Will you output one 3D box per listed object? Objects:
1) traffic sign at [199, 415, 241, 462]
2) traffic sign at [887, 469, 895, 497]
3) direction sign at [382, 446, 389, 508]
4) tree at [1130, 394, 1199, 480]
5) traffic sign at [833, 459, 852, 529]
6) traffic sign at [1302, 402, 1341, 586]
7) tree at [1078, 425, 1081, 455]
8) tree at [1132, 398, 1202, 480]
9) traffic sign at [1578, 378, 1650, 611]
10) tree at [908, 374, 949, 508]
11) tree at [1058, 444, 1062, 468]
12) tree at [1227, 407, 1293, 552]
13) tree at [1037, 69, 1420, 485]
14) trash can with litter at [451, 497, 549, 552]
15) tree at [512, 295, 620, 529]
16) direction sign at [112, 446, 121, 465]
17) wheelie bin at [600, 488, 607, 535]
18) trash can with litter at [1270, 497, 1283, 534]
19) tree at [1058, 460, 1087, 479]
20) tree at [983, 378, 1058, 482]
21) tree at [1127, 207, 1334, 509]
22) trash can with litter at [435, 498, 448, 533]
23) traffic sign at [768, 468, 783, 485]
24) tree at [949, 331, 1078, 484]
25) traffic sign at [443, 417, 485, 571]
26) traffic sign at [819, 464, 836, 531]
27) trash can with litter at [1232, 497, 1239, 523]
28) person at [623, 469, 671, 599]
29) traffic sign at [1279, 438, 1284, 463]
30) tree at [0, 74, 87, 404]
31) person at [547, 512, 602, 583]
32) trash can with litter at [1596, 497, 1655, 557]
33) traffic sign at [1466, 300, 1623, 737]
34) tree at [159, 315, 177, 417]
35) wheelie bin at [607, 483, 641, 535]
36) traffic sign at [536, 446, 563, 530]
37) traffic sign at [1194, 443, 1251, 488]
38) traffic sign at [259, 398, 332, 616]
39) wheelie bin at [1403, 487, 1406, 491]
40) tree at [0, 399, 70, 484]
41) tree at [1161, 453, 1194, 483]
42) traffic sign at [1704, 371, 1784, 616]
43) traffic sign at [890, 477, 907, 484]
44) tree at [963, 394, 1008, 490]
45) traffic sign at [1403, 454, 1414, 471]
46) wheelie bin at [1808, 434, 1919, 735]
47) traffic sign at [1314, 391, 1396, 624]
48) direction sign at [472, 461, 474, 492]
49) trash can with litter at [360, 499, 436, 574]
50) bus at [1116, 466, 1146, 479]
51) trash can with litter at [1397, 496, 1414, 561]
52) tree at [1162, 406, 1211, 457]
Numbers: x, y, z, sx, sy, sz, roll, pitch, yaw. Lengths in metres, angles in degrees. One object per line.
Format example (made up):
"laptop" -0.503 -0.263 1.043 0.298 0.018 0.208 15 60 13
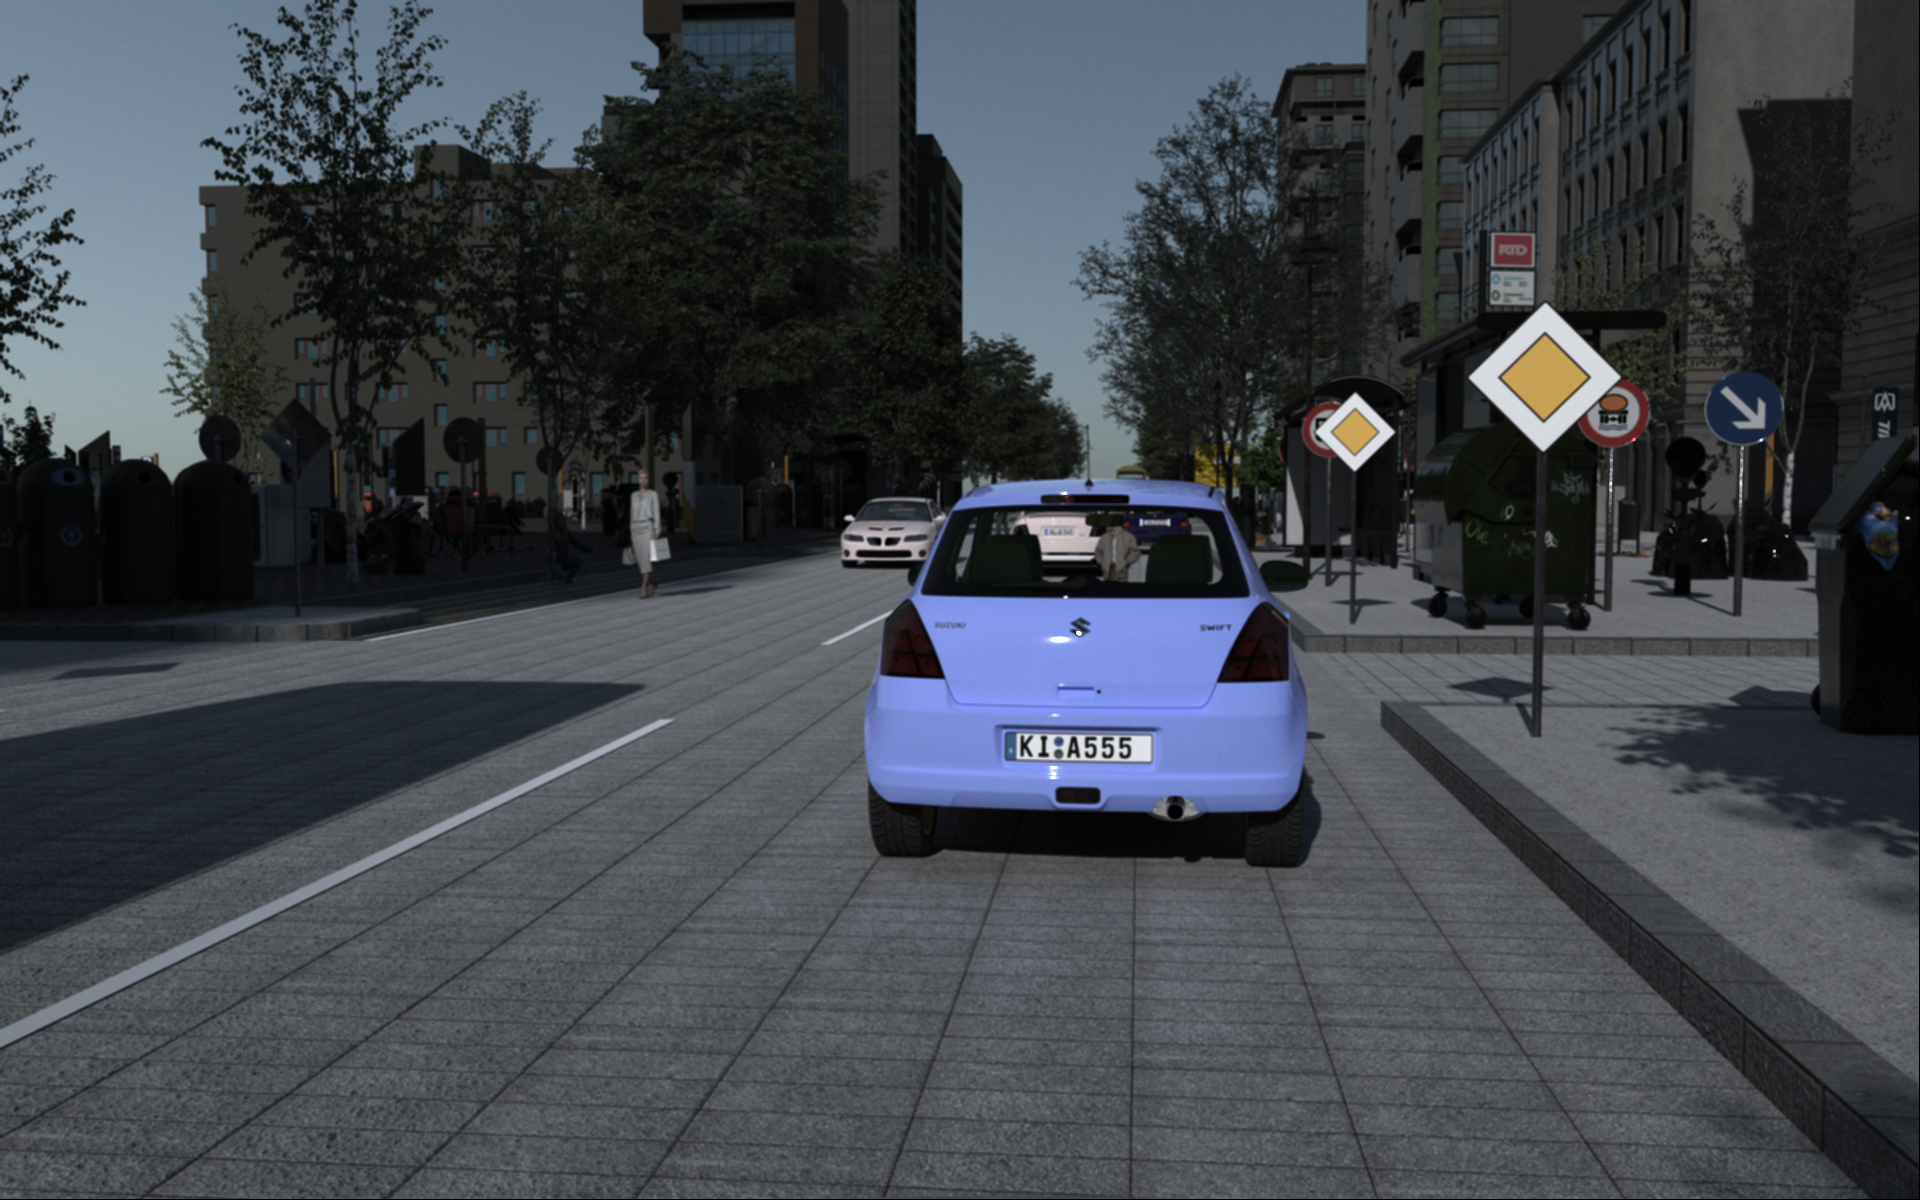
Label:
"traffic sign" -11.963 -1.705 27.990 0.768 2.556 0.104 1 4 13
"traffic sign" -3.293 -5.268 86.236 0.768 2.556 0.104 1 4 14
"direction sign" -27.299 -5.528 82.388 0.379 3.537 0.876 0 4 0
"tree" 21.195 -15.917 178.377 7.486 12.596 7.792 0 3 0
"traffic sign" -4.366 -3.892 63.737 0.768 2.556 0.104 0 4 7
"traffic sign" 5.123 -1.463 24.023 0.768 2.556 0.104 1 4 16
"tree" 12.138 -19.952 232.876 9.857 13.997 8.962 0 3 0
"tree" 23.931 -16.928 193.781 9.611 12.733 9.660 0 3 0
"traffic sign" 7.091 -1.148 18.884 0.768 2.556 0.104 0 4 8
"tree" -1.479 -9.265 101.839 4.737 8.622 4.395 0 3 0
"tree" 6.869 -16.295 184.548 7.486 12.596 7.792 0 3 0
"tree" 6.930 -2.703 38.795 1.663 3.219 1.824 0 3 0
"tree" 8.340 -8.616 51.239 12.009 13.543 11.850 0 3 0
"trash can with litter" -10.240 -1.701 38.865 2.233 1.210 1.678 1 4 19
"tree" -14.045 -6.907 63.289 4.360 8.622 3.978 0 3 0
"direction sign" -39.586 -5.430 80.773 0.876 3.537 0.379 -1 4 -13
"wheelie bin" -10.826 -2.806 53.779 0.693 1.594 0.980 -1 4 -18
"trash can with litter" 10.266 -2.773 56.390 1.678 1.210 2.233 2 4 27
"tree" 14.712 -19.447 252.366 8.767 10.594 7.601 -2 4 -29
"tree" 5.183 -15.236 167.234 7.486 12.596 7.792 0 3 0
"tree" 9.916 -8.466 64.167 9.928 11.665 9.643 0 3 0
"trash can with litter" -16.455 -2.722 55.884 1.055 1.170 0.624 1 4 18
"traffic sign" -7.183 -3.991 67.384 0.606 2.300 0.079 0 4 7
"tree" 2.810 -14.028 136.017 9.857 13.997 8.962 0 3 0
"traffic sign" -8.227 -1.748 28.693 0.768 2.556 0.104 1 4 15
"traffic sign" -4.570 -3.525 59.764 0.606 2.300 0.079 1 4 9
"trash can with litter" 11.897 -3.950 75.964 1.055 1.170 0.624 -2 4 -32
"person" -4.311 -0.923 23.937 0.694 1.780 0.624 3 4 36
"traffic sign" 6.872 -2.151 35.281 0.768 2.556 0.104 1 4 13
"tree" -16.811 -4.785 28.592 4.737 8.622 4.395 0 3 0
"person" -6.226 -0.835 27.650 1.012 1.151 0.738 -3 5 -41
"trash can with litter" 13.684 -1.527 36.022 1.678 1.210 2.233 -2 4 -26
"traffic sign" 3.042 -0.333 9.088 0.795 2.450 0.064 0 4 6
"tree" -24.339 -6.585 58.028 4.737 8.622 4.395 0 3 0
"wheelie bin" -9.675 -2.627 50.862 0.980 1.594 0.693 -3 4 -36
"traffic sign" -10.804 -2.782 45.598 0.768 2.556 0.104 1 4 11
"traffic sign" 10.593 -4.651 69.919 2.265 3.308 0.079 1 4 11
"traffic sign" -6.964 -0.889 18.175 0.795 2.450 0.064 0 4 6
"wheelie bin" 20.843 -4.478 81.127 0.693 1.594 0.980 1 4 15
"tree" -18.529 -2.459 34.804 1.663 3.219 1.824 0 3 0
"tree" 15.887 -8.441 121.719 4.285 4.588 4.351 0 3 0
"traffic sign" 8.161 -1.101 18.110 0.768 2.556 0.104 1 4 12
"traffic sign" -3.146 -5.438 88.911 0.884 2.594 0.081 1 4 10
"tree" 1.151 -10.479 121.701 4.360 8.622 3.978 0 3 0
"traffic sign" 10.055 -2.454 40.134 0.884 2.594 0.081 1 4 13
"wheelie bin" 5.063 -0.095 9.458 0.693 1.594 0.980 1 4 12
"traffic sign" 3.869 -0.819 17.030 0.795 2.450 0.064 0 4 6
"direction sign" -23.266 -5.553 82.790 0.379 3.537 0.876 -1 4 -13
"trash can with litter" -9.113 -1.008 27.875 1.055 1.170 0.624 0 4 -1
"bus" 14.924 -9.767 151.243 2.896 3.916 12.252 0 4 5
"trash can with litter" 9.680 -1.400 33.944 2.233 1.210 1.678 1 4 13
"tree" 18.809 -11.862 144.313 4.737 8.622 4.395 0 3 0
